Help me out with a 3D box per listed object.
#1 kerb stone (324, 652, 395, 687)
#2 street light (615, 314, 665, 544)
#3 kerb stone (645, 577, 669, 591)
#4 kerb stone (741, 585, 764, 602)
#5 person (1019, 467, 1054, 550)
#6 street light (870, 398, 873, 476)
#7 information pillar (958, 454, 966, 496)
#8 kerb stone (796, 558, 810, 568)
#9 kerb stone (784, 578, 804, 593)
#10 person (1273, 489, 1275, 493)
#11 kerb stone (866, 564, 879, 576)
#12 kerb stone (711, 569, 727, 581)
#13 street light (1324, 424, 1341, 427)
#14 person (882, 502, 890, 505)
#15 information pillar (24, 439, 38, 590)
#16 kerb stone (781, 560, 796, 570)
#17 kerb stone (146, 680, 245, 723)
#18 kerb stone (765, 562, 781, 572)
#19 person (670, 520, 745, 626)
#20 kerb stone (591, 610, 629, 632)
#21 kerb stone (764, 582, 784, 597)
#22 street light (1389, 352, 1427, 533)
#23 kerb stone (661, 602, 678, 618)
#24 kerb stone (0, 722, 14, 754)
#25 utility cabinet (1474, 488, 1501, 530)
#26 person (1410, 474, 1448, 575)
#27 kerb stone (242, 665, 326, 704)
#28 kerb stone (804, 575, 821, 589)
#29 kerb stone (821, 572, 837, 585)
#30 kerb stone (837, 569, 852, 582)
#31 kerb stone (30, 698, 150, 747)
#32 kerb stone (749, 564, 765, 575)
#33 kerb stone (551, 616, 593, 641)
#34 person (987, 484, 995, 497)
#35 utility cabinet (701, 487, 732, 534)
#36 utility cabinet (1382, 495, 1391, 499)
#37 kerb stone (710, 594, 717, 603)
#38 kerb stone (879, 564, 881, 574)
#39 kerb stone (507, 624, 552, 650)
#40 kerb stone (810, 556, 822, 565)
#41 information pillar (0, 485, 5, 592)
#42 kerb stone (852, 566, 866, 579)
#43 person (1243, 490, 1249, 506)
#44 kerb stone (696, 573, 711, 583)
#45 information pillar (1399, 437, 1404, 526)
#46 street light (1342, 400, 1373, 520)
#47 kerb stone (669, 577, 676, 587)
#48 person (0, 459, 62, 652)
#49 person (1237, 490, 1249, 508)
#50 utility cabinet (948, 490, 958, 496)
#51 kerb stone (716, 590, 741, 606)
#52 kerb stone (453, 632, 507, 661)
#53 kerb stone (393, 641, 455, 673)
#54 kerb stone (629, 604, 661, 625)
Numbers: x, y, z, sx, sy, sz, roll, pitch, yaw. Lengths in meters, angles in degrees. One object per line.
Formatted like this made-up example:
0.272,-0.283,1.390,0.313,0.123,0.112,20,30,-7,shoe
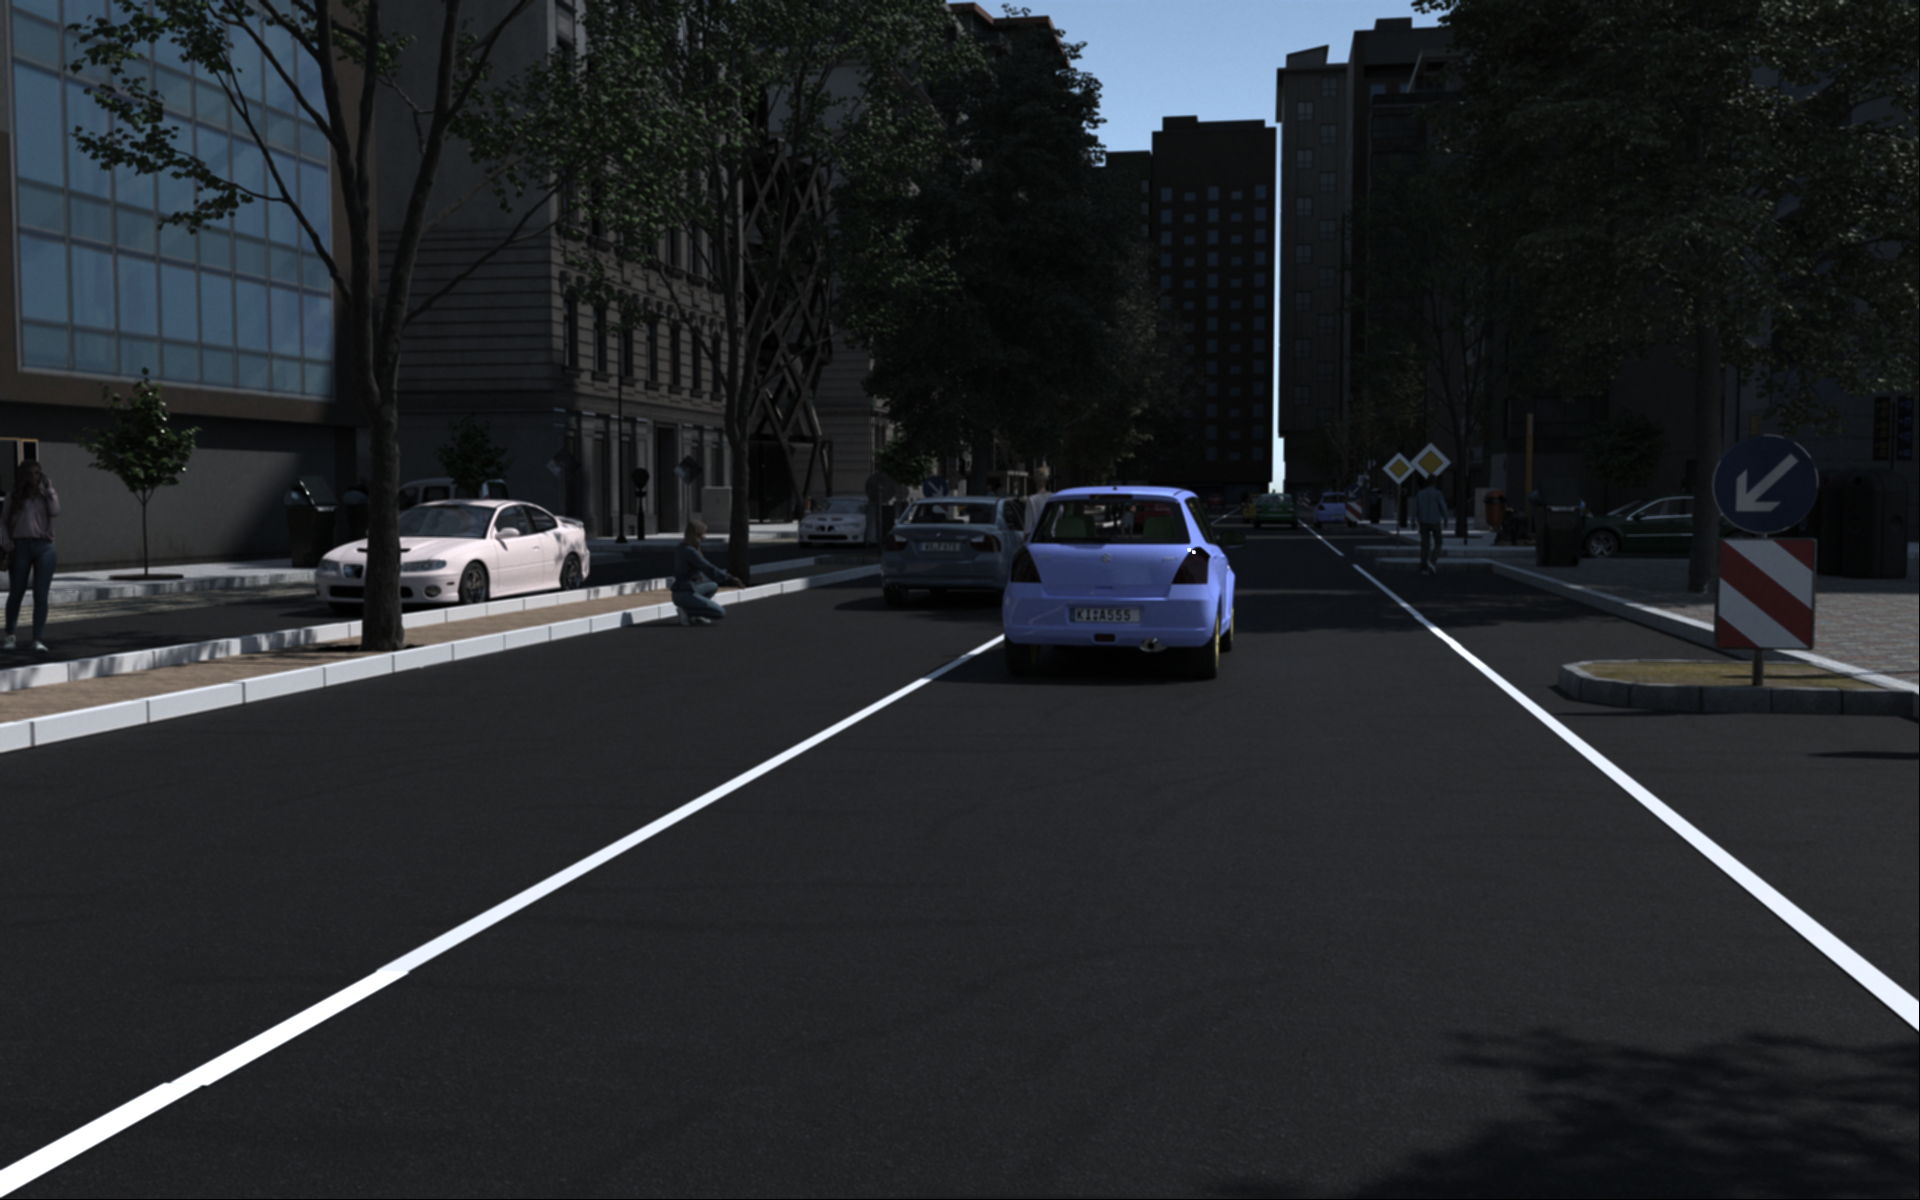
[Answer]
-4.672,0.542,13.328,0.120,0.150,1.000,1,4,10,kerb stone
-8.281,-4.420,44.801,1.470,5.913,1.316,1,4,10,street light
-4.600,-0.220,25.789,0.120,0.150,1.000,1,4,10,kerb stone
-2.890,-0.069,23.413,0.120,0.150,1.000,1,4,10,kerb stone
1.114,-0.655,19.884,0.731,1.740,0.598,-3,5,-42,person
-3.251,-6.199,73.899,1.470,5.913,1.316,1,4,10,street light
0.106,-6.636,99.855,0.504,3.616,0.183,2,4,34,information pillar
-3.173,-0.714,33.863,0.120,0.150,1.000,1,4,10,kerb stone
-2.525,-0.197,25.438,0.120,0.150,1.000,1,4,10,kerb stone
25.083,-7.937,138.357,1.348,1.812,0.705,-1,4,-23,person
-1.648,-0.508,30.493,0.120,0.150,1.000,1,4,10,kerb stone
-4.066,-0.404,28.808,0.120,0.150,1.000,1,4,10,kerb stone
24.888,-8.716,115.045,1.470,5.913,1.316,1,4,10,street light
-2.456,-2.754,54.539,0.512,1.701,0.522,0,4,-8,person
-12.585,-1.147,23.252,0.304,2.012,0.304,1,4,14,information pillar
-3.353,-0.652,32.852,0.120,0.150,1.000,1,4,10,kerb stone
-5.030,0.671,11.308,0.120,0.150,1.000,1,4,10,kerb stone
-3.533,-0.590,31.837,0.120,0.150,1.000,1,4,10,kerb stone
-2.856,-0.313,19.120,0.738,1.151,1.012,-1,4,-21,person
-3.775,0.235,18.375,0.120,0.150,1.000,1,4,10,kerb stone
-2.717,-0.132,24.420,0.120,0.150,1.000,1,4,10,kerb stone
14.690,-5.155,56.830,1.470,5.913,1.316,1,4,10,street light
-3.420,0.113,20.388,0.120,0.150,1.000,1,4,10,kerb stone
-5.391,0.793,9.290,0.120,0.150,1.000,1,4,10,kerb stone
18.662,-3.215,61.240,1.173,1.500,0.318,-3,5,-41,utility cabinet
8.245,-1.320,30.418,0.601,1.785,0.444,2,4,32,person
-4.847,0.604,12.315,0.120,0.150,1.000,1,4,10,kerb stone
-2.351,-0.260,26.448,0.120,0.150,1.000,1,4,10,kerb stone
-2.178,-0.316,27.462,0.120,0.150,1.000,1,4,10,kerb stone
-1.989,-0.384,28.478,0.120,0.150,1.000,1,4,10,kerb stone
-5.208,0.732,10.301,0.120,0.150,1.000,1,4,10,kerb stone
-3.718,-0.523,30.828,0.120,0.150,1.000,1,4,10,kerb stone
-3.958,0.297,17.369,0.120,0.150,1.000,1,4,10,kerb stone
1.213,-3.700,68.861,0.748,1.841,0.638,-2,4,-33,person
-7.684,-2.840,55.105,1.173,1.500,0.318,2,4,32,utility cabinet
25.473,-5.719,104.660,1.020,1.237,0.306,0,4,1,utility cabinet
-3.252,0.049,21.401,0.120,0.150,1.000,1,4,10,kerb stone
-1.459,-0.569,31.502,0.120,0.150,1.000,1,4,10,kerb stone
-4.139,0.358,16.358,0.120,0.150,1.000,1,4,10,kerb stone
-3.008,-0.772,34.872,0.120,0.150,1.000,1,4,10,kerb stone
-12.506,-1.115,22.729,0.304,2.012,0.304,-3,5,-41,information pillar
-1.816,-0.446,29.485,0.120,0.150,1.000,1,4,10,kerb stone
25.226,-8.807,152.516,0.705,1.821,1.348,-2,4,-24,person
-4.250,-0.343,27.802,0.120,0.150,1.000,1,4,10,kerb stone
17.955,-4.841,70.507,0.183,3.616,0.504,2,4,29,information pillar
19.863,-6.936,85.937,1.470,5.913,1.316,1,4,10,street light
-4.421,-0.281,26.795,0.120,0.150,1.000,1,4,10,kerb stone
-8.566,-0.415,15.872,0.593,1.750,0.643,-2,4,-30,person
29.637,-10.585,181.502,1.348,1.831,0.705,0,4,-5,person
-0.376,-4.990,90.263,0.318,1.500,1.173,1,4,10,utility cabinet
-3.076,-0.013,22.408,0.120,0.150,1.000,1,4,10,kerb stone
-4.314,0.419,15.349,0.120,0.150,1.000,1,4,10,kerb stone
-4.493,0.480,14.342,0.120,0.150,1.000,1,4,10,kerb stone
-3.601,0.173,19.382,0.120,0.150,1.000,1,4,10,kerb stone
